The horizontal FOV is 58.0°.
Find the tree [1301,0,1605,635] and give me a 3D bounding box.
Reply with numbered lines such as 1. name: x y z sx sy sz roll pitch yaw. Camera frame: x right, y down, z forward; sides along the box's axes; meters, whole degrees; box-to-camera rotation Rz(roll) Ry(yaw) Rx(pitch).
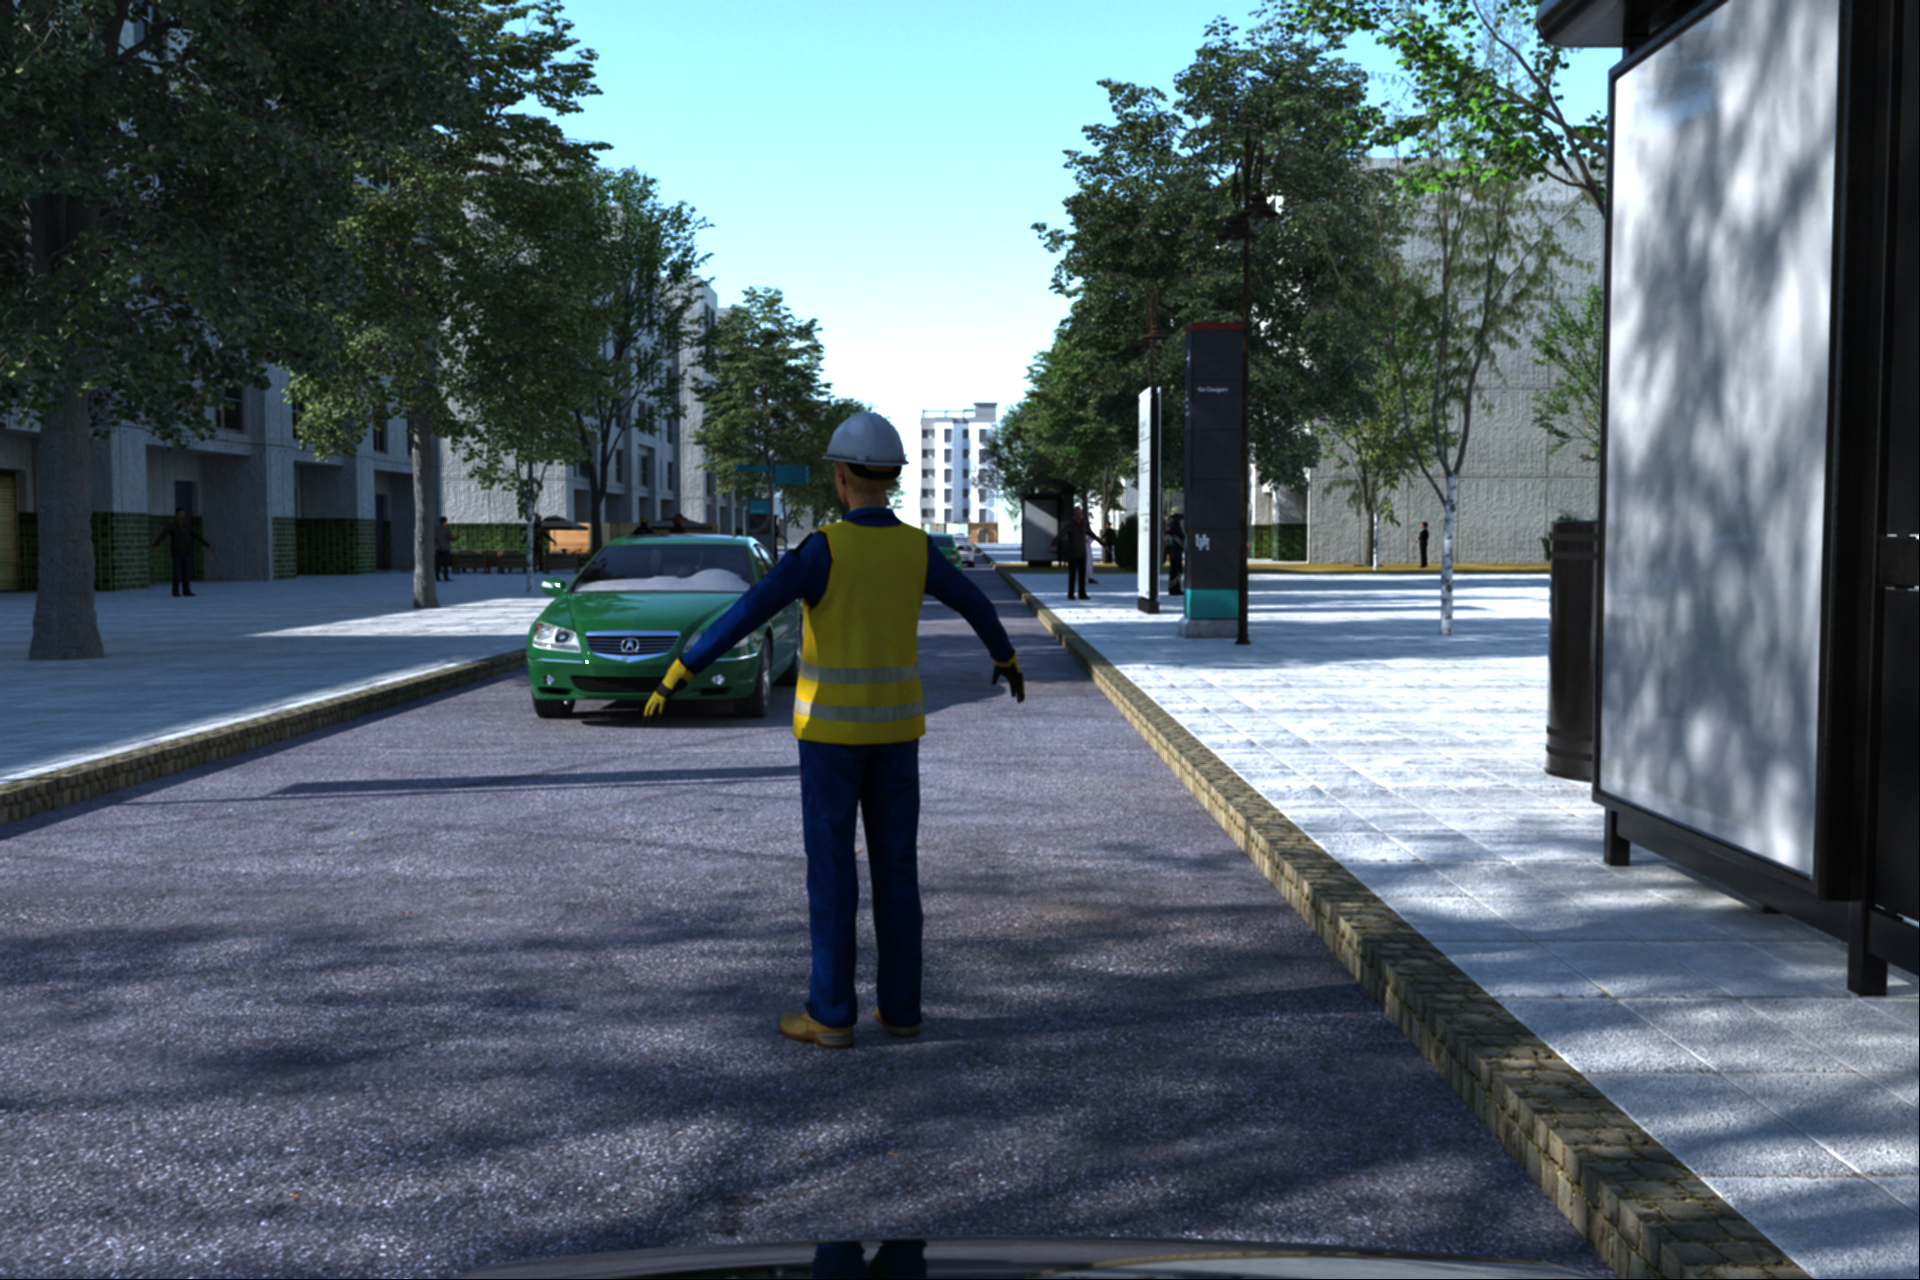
1. tree: 6.138 -4.359 21.634 4.360 8.622 3.978 0 3 0

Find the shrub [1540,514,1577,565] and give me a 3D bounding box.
1. shrub: 22.348 -3.660 63.889 1.661 2.075 1.752 0 3 0

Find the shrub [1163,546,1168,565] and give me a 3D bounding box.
1. shrub: 7.698 -3.470 67.855 1.383 1.207 1.383 0 3 0

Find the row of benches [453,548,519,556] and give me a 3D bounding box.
1. row of benches: -20.762 -3.661 75.319 1.422 0.672 4.104 2 4 25

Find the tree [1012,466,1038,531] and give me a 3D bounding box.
1. tree: 6.098 -11.726 142.076 4.360 8.622 3.978 0 3 0

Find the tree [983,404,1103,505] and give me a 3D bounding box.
1. tree: 5.944 -10.967 113.716 8.767 10.594 7.601 -1 4 -13

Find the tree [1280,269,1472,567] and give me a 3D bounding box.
1. tree: 16.244 -8.730 68.487 9.928 11.665 9.643 0 3 0

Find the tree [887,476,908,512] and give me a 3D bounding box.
1. tree: -11.431 -19.772 249.025 9.928 11.665 9.643 0 3 0

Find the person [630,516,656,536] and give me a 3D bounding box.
1. person: -10.111 -3.044 55.539 1.351 1.858 0.704 0 4 7

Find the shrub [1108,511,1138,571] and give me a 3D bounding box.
1. shrub: 6.079 -3.461 60.621 1.661 2.075 1.752 0 3 0

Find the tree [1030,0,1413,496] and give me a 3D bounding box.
1. tree: 6.481 -8.316 42.621 9.857 13.997 8.962 0 3 0

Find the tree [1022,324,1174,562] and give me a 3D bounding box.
1. tree: 6.777 -9.344 78.533 9.928 11.665 9.643 0 3 0

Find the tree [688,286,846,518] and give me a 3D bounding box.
1. tree: -9.170 -9.897 79.947 7.486 12.596 7.792 0 3 0

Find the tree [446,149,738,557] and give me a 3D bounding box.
1. tree: -9.760 -7.380 46.422 9.928 11.665 9.643 0 3 0

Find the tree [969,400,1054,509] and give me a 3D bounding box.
1. tree: 5.903 -15.104 157.316 12.009 13.543 11.850 0 3 0

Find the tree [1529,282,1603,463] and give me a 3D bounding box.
1. tree: 26.928 -8.825 70.046 9.928 11.665 9.643 0 3 0

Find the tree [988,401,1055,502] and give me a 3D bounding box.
1. tree: 6.012 -12.734 133.951 9.928 11.665 9.643 0 3 0

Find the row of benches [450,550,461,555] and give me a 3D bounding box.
1. row of benches: -21.005 -3.276 69.020 1.422 0.672 4.104 0 4 7

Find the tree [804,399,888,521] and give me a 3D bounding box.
1. tree: -8.844 -12.644 132.489 9.928 11.665 9.643 0 3 0

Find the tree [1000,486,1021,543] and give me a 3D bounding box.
1. tree: 8.372 -18.373 250.760 4.360 8.622 3.978 0 3 0

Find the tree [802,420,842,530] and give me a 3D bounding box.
1. tree: -8.766 -9.700 108.955 4.737 8.622 4.395 0 3 0

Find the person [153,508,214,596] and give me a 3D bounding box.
1. person: -16.072 -1.816 35.758 0.705 1.821 1.348 2 4 32

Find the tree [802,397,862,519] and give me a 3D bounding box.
1. tree: -9.906 -13.806 143.850 7.486 12.596 7.792 0 3 0

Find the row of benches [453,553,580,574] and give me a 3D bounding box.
1. row of benches: -14.437 -2.482 56.052 4.104 0.672 1.422 0 4 -4

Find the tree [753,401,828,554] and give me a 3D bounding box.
1. tree: -9.149 -8.738 93.230 4.737 8.622 4.395 0 3 0

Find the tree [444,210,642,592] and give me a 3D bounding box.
1. tree: -9.327 -5.376 38.253 4.737 8.622 4.395 0 3 0

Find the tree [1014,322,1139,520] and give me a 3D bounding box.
1. tree: 6.311 -10.521 90.142 7.486 12.596 7.792 0 3 0

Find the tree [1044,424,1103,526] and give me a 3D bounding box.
1. tree: 6.643 -9.442 104.741 4.737 8.622 4.395 0 3 0

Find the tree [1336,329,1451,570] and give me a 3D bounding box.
1. tree: 14.914 -6.758 60.849 4.737 8.622 4.395 0 3 0

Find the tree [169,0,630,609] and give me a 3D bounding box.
1. tree: -9.703 -6.821 29.645 7.486 12.596 7.792 0 3 0

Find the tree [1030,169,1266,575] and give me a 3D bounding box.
1. tree: 6.101 -8.367 54.923 7.486 12.596 7.792 0 3 0

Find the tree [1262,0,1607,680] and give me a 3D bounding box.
1. tree: 5.784 -5.414 14.267 9.928 11.665 9.643 0 3 0

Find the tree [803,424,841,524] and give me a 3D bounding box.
1. tree: -9.297 -10.033 114.400 4.737 8.622 4.395 0 3 0

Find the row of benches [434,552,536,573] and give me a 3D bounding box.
1. row of benches: -16.046 -2.623 58.355 4.104 0.672 1.422 1 4 21

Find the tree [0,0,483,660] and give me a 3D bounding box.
1. tree: -9.347 -6.785 17.583 9.857 13.997 8.962 0 3 0

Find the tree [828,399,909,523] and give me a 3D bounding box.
1. tree: -9.600 -15.591 161.565 9.857 13.997 8.962 0 3 0
